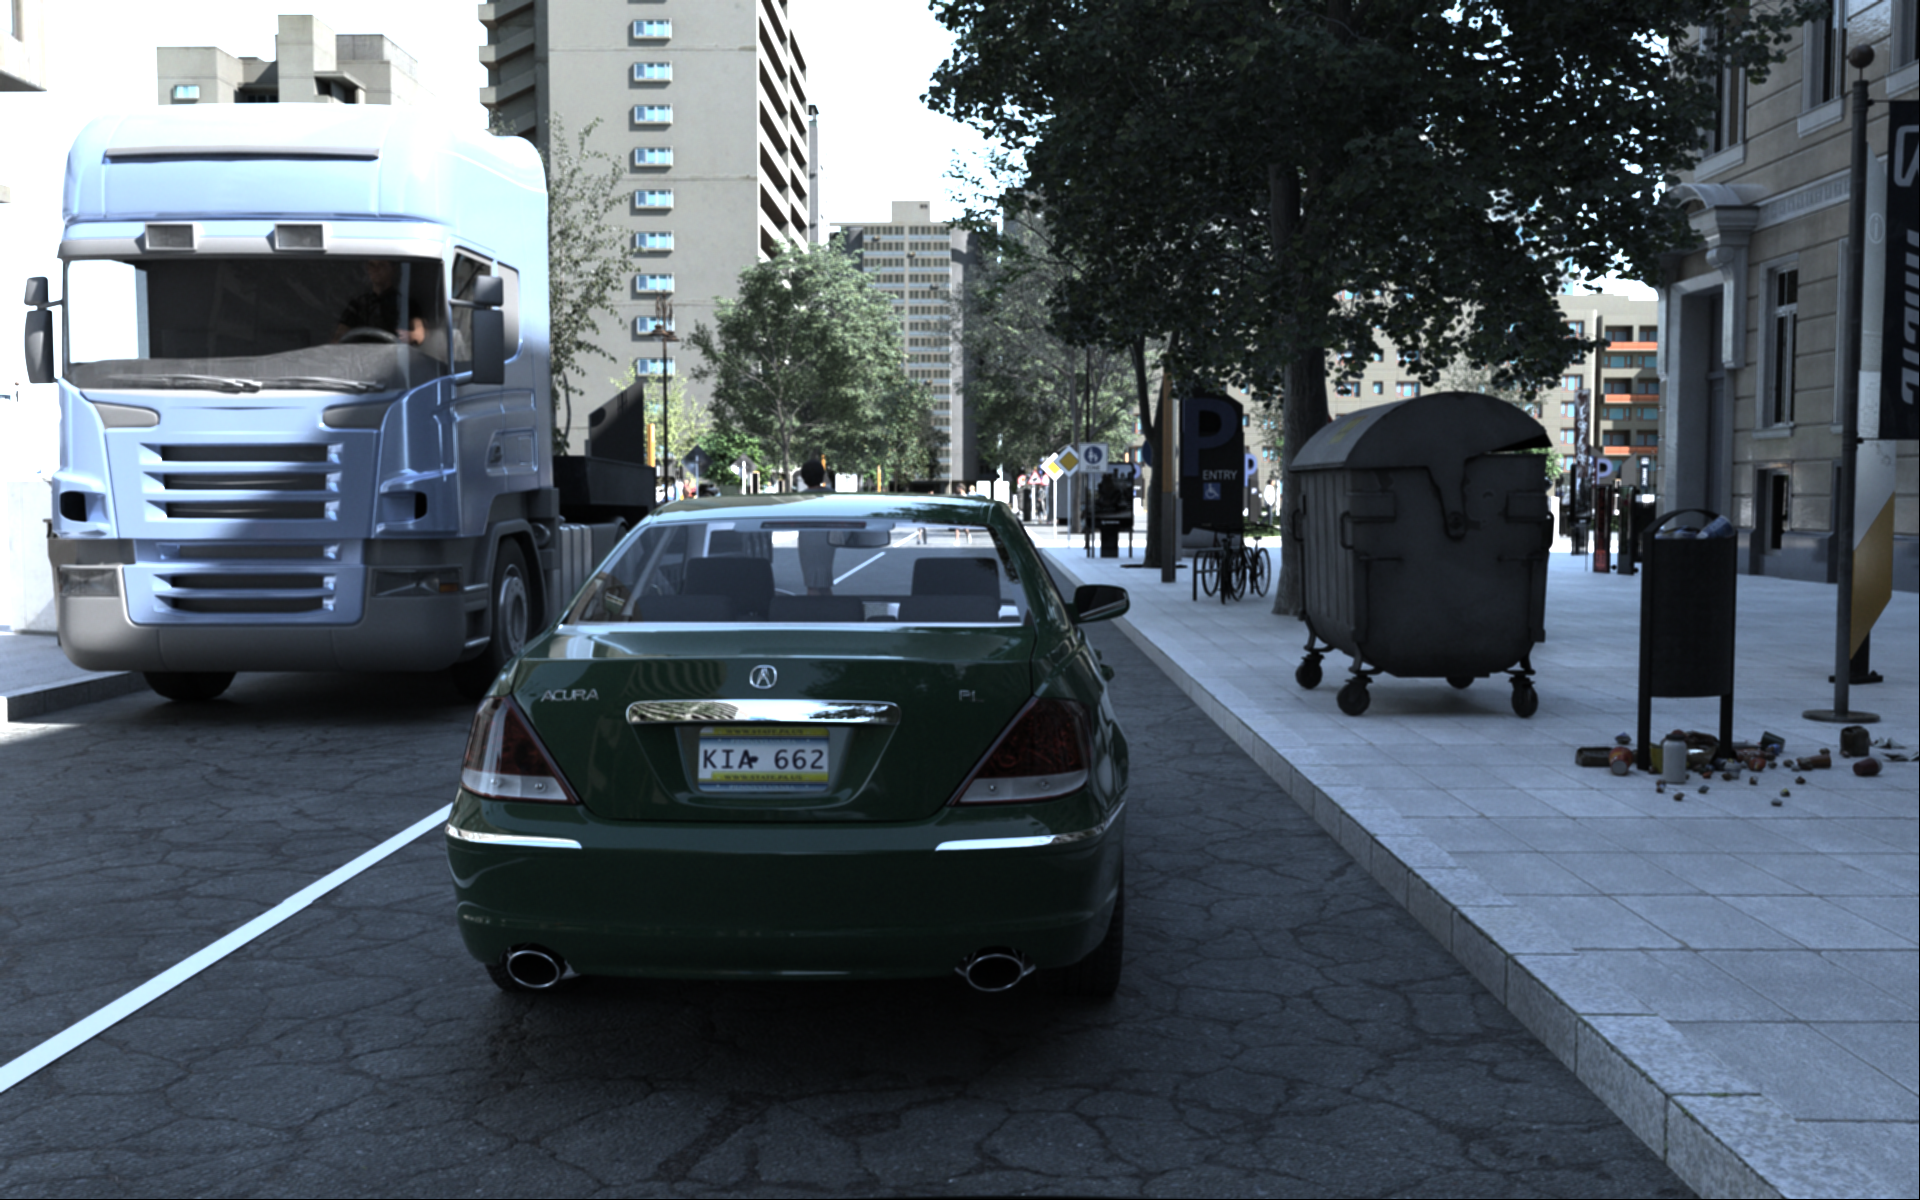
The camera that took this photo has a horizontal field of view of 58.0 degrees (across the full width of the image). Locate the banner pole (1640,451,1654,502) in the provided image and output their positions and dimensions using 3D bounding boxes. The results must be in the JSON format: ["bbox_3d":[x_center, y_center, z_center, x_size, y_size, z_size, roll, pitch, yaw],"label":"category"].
[{"bbox_3d":[39.790,-6.742,100.252,0.863,3.779,0.401,1,4,12],"label":"banner pole"}]

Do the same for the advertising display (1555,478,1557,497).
[{"bbox_3d":[24.260,-3.910,69.137,0.974,1.923,0.123,2,4,30],"label":"advertising display"}]

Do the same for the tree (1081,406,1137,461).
[{"bbox_3d":[10.438,-10.385,120.163,4.360,8.622,3.978,0,3,0],"label":"tree"}]

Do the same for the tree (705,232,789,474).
[{"bbox_3d":[-7.073,-10.732,82.115,9.857,13.997,8.962,0,3,0],"label":"tree"}]

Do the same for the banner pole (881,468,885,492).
[{"bbox_3d":[-5.277,-7.860,118.521,0.401,3.779,0.863,-1,4,-18],"label":"banner pole"}]

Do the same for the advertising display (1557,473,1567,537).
[{"bbox_3d":[18.382,-2.858,51.938,0.123,1.923,0.974,-2,4,-26],"label":"advertising display"}]

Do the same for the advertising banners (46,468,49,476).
[{"bbox_3d":[-62.151,-7.483,118.536,0.090,3.025,2.074,0,4,-8],"label":"advertising banners"}]

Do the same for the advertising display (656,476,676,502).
[{"bbox_3d":[-10.830,-3.531,62.951,0.974,1.923,0.123,0,4,1],"label":"advertising display"}]

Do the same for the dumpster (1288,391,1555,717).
[{"bbox_3d":[2.798,-0.299,10.649,1.264,1.857,1.865,0,4,1],"label":"dumpster"}]

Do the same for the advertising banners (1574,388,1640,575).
[{"bbox_3d":[10.505,-1.960,28.237,0.090,3.025,2.074,-1,4,-8],"label":"advertising banners"}]

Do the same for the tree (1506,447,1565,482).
[{"bbox_3d":[29.179,-6.437,88.961,4.285,4.588,4.351,0,3,0],"label":"tree"}]

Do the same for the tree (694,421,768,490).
[{"bbox_3d":[-10.103,-5.617,75.558,4.285,4.588,4.351,0,3,0],"label":"tree"}]

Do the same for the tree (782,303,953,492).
[{"bbox_3d":[-6.002,-11.348,102.548,9.611,12.733,9.660,0,3,0],"label":"tree"}]

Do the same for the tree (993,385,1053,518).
[{"bbox_3d":[3.731,-8.784,93.987,4.360,8.622,3.978,0,3,0],"label":"tree"}]

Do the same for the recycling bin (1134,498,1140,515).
[{"bbox_3d":[10.495,-5.630,104.599,0.722,1.027,0.722,0,4,1],"label":"recycling bin"}]

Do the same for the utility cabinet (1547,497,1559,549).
[{"bbox_3d":[13.714,-1.835,41.171,0.306,1.237,1.020,-2,4,-35],"label":"utility cabinet"}]

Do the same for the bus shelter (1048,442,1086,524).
[{"bbox_3d":[4.679,-4.696,70.698,2.014,3.302,5.546,0,4,1],"label":"bus shelter"}]

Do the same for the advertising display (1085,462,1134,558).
[{"bbox_3d":[3.021,-1.821,34.982,0.974,1.923,0.123,0,4,2],"label":"advertising display"}]

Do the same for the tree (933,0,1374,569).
[{"bbox_3d":[3.331,-6.356,29.676,9.928,11.665,9.643,0,3,0],"label":"tree"}]

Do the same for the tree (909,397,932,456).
[{"bbox_3d":[-6.075,-12.578,140.060,8.767,10.594,7.601,2,4,31],"label":"tree"}]

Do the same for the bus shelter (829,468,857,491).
[{"bbox_3d":[-7.315,-7.324,113.668,2.014,3.302,5.546,0,4,1],"label":"bus shelter"}]

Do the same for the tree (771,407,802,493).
[{"bbox_3d":[-11.996,-10.053,114.729,4.737,8.622,4.395,0,3,0],"label":"tree"}]

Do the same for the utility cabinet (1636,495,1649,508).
[{"bbox_3d":[36.608,-5.055,93.805,0.306,1.237,1.020,-2,4,-35],"label":"utility cabinet"}]

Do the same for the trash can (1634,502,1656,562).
[{"bbox_3d":[12.830,-1.285,32.668,0.748,1.137,0.748,0,3,0],"label":"trash can"}]

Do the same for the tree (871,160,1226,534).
[{"bbox_3d":[3.869,-8.872,55.419,12.009,13.543,11.850,0,3,0],"label":"tree"}]

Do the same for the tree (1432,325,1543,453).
[{"bbox_3d":[22.781,-7.708,76.392,4.360,8.622,3.978,0,3,0],"label":"tree"}]

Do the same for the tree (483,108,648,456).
[{"bbox_3d":[-7.831,-5.026,32.538,4.360,8.622,3.978,0,3,0],"label":"tree"}]

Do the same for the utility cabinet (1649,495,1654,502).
[{"bbox_3d":[44.209,-6.138,111.510,1.020,1.237,0.306,-2,4,-31],"label":"utility cabinet"}]

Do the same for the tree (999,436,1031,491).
[{"bbox_3d":[5.791,-13.960,178.607,4.737,8.622,4.395,0,3,0],"label":"tree"}]

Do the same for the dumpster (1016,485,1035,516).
[{"bbox_3d":[3.984,-5.981,103.549,1.264,1.857,1.865,0,4,1],"label":"dumpster"}]

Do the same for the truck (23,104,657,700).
[{"bbox_3d":[-4.290,-1.787,18.984,2.967,4.110,18.799,0,3,0],"label":"truck"}]

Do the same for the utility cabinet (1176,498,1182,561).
[{"bbox_3d":[4.093,-1.367,33.507,0.306,1.237,1.020,0,4,0],"label":"utility cabinet"}]

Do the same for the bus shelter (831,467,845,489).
[{"bbox_3d":[-7.811,-7.855,119.708,1.731,3.624,6.357,0,4,1],"label":"bus shelter"}]

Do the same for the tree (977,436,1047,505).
[{"bbox_3d":[6.101,-16.101,197.667,8.767,10.594,7.601,0,4,-7],"label":"tree"}]

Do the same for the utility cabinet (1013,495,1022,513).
[{"bbox_3d":[4.099,-6.490,117.278,1.020,1.237,0.306,-1,4,-11],"label":"utility cabinet"}]

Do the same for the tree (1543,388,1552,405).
[{"bbox_3d":[26.217,-8.139,83.441,4.360,8.622,3.978,0,3,0],"label":"tree"}]

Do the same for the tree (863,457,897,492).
[{"bbox_3d":[-6.289,-8.768,127.077,4.285,4.588,4.351,0,3,0],"label":"tree"}]

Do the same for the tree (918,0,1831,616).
[{"bbox_3d":[3.769,-6.811,18.022,9.857,13.997,8.962,0,3,0],"label":"tree"}]

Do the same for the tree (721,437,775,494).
[{"bbox_3d":[-7.077,-3.958,59.309,1.663,3.219,1.824,0,3,0],"label":"tree"}]

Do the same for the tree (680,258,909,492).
[{"bbox_3d":[-7.034,-8.221,68.831,7.601,10.594,8.767,1,4,15],"label":"tree"}]

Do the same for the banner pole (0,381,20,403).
[{"bbox_3d":[-20.900,-2.945,38.160,0.401,3.779,0.863,1,4,15],"label":"banner pole"}]

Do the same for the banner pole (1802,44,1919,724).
[{"bbox_3d":[5.254,-1.207,9.758,0.863,3.779,0.401,0,4,1],"label":"banner pole"}]

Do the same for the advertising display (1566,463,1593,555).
[{"bbox_3d":[13.114,-1.919,36.592,0.123,1.923,0.974,3,5,39],"label":"advertising display"}]

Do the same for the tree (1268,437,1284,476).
[{"bbox_3d":[15.144,-5.617,75.549,4.285,4.588,4.351,0,3,0],"label":"tree"}]

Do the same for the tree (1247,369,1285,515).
[{"bbox_3d":[16.537,-8.477,88.964,4.360,8.622,3.978,0,3,0],"label":"tree"}]

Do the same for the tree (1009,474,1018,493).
[{"bbox_3d":[5.044,-8.989,141.567,1.663,3.219,1.824,0,3,0],"label":"tree"}]
